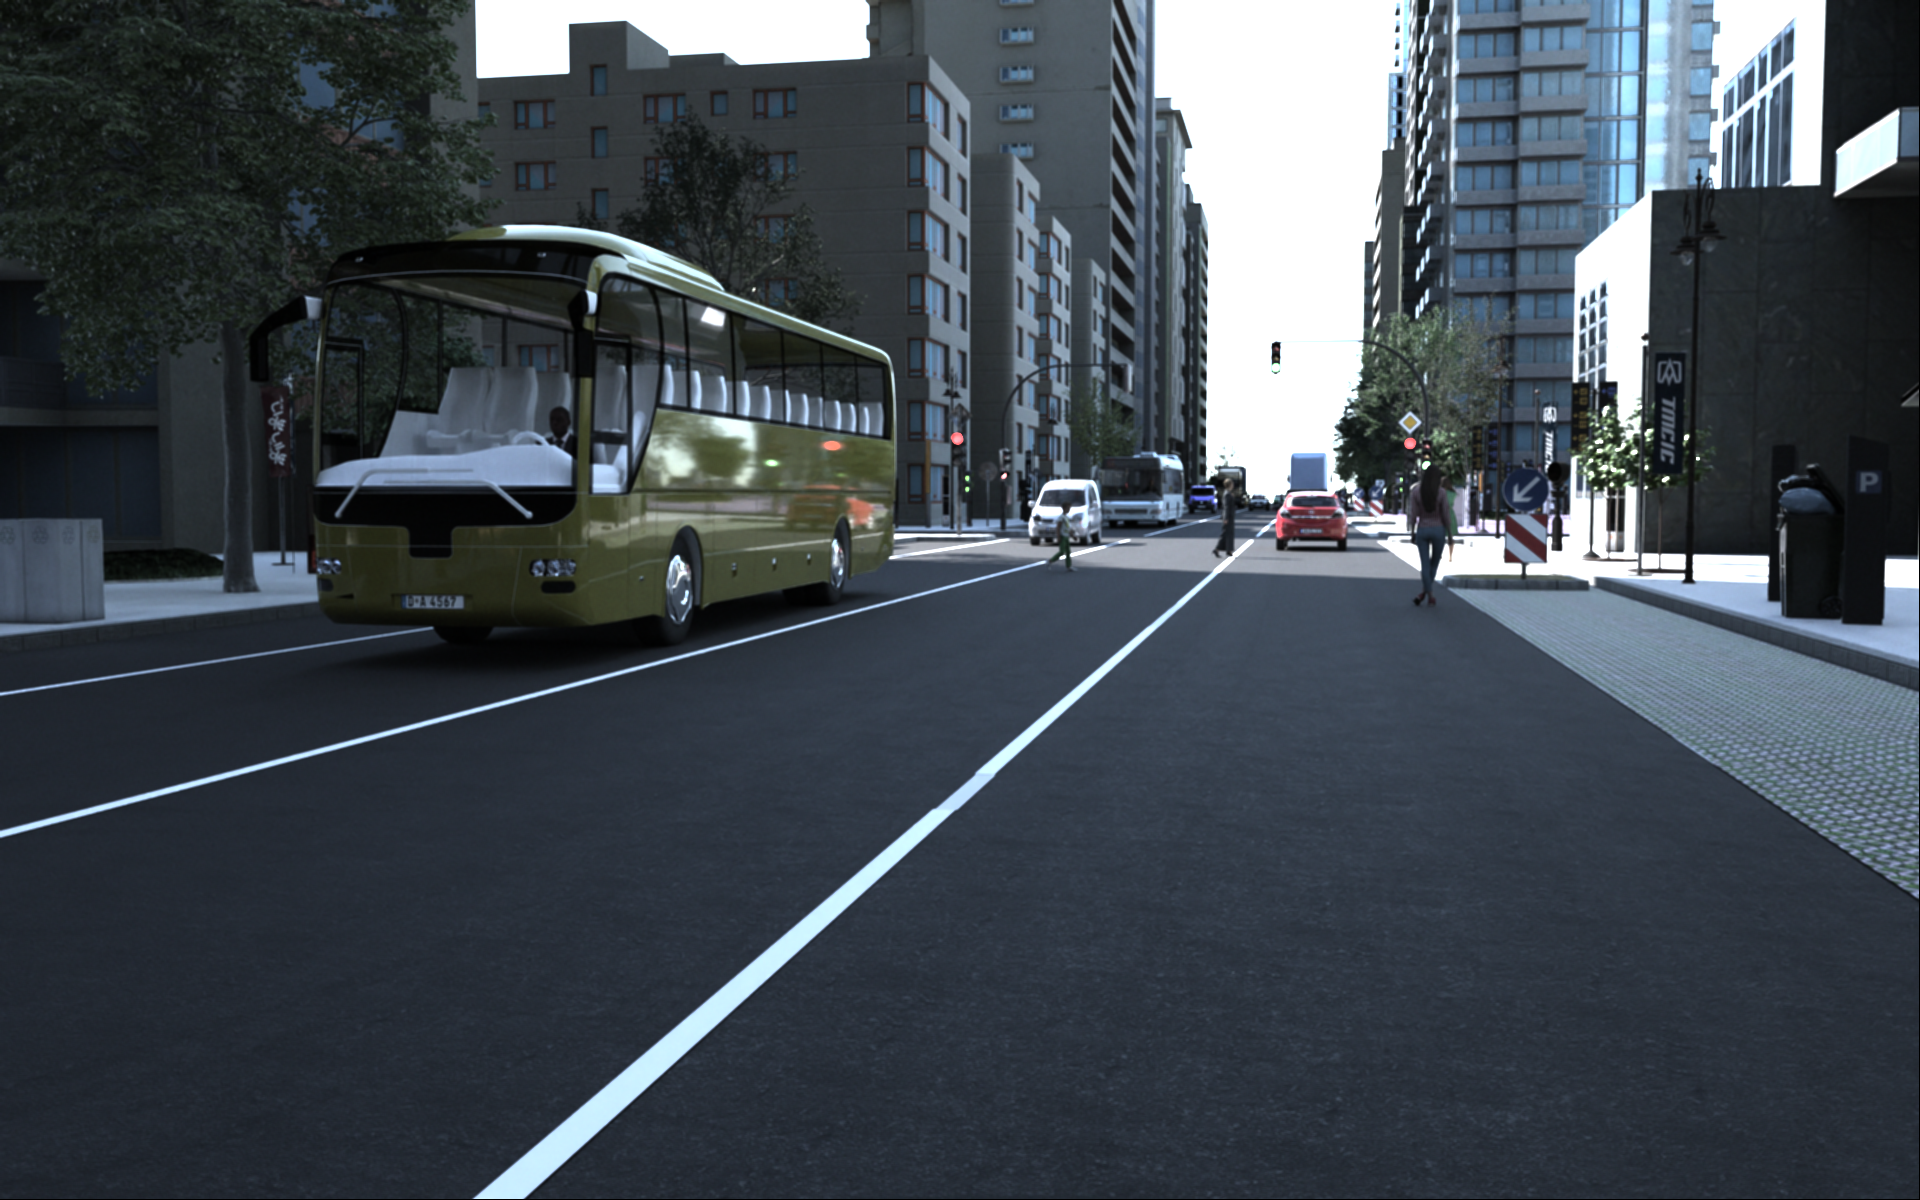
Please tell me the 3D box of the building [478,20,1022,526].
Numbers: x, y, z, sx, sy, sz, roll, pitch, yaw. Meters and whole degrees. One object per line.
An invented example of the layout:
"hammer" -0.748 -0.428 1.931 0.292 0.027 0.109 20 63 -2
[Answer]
"building" -11.960 -14.694 85.286 27.650 21.520 28.899 1 4 11

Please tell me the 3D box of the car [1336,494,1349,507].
"car" 38.357 -10.122 175.288 2.009 1.686 4.222 1 4 11

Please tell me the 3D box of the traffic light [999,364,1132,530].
"traffic light" 3.625 -5.268 60.808 4.771 5.953 1.251 1 4 11

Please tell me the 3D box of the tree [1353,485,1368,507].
"tree" 40.873 -11.054 175.327 1.663 3.219 1.824 0 3 0

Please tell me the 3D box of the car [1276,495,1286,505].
"car" 44.225 -13.990 237.775 2.155 1.783 4.494 1 4 10

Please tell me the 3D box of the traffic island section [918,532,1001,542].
"traffic island section" -0.043 -1.909 53.492 2.009 0.180 2.903 1 4 11

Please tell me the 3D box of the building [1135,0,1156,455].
"building" 7.759 -38.596 173.043 21.231 58.520 28.212 1 4 11

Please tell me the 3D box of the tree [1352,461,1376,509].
"tree" 36.220 -10.283 151.843 4.285 4.588 4.351 0 3 0

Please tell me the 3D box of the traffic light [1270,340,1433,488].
"traffic light" 11.523 -4.665 50.933 4.771 5.953 1.251 1 4 11

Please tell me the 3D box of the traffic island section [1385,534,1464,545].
"traffic island section" 13.629 -1.743 50.772 2.009 0.180 2.903 1 4 11

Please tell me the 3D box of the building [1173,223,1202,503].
"building" 27.999 -34.981 255.537 14.154 41.232 14.086 1 4 11

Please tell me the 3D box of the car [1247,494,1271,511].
"car" 25.744 -8.506 148.867 2.009 1.686 4.222 1 4 12

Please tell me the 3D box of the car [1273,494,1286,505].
"car" 42.124 -13.407 227.999 1.959 1.807 4.718 1 4 11

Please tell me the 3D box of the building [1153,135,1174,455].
"building" 15.883 -31.206 193.818 14.154 41.232 14.086 1 4 11

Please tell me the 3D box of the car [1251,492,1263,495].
"car" 49.281 -17.005 286.705 2.281 1.827 5.304 1 4 10

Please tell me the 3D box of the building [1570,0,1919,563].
"building" 24.612 -43.716 27.426 22.319 86.520 31.000 1 4 11

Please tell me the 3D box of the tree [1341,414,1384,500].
"tree" 34.789 -11.955 145.823 4.737 8.622 4.395 0 3 0

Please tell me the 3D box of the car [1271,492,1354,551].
"car" 9.254 -2.230 45.504 2.155 1.783 4.494 1 4 12

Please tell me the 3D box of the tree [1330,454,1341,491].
"tree" 54.371 -18.015 244.907 4.737 8.622 4.395 0 3 0

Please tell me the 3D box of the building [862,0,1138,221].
"building" 3.481 -32.119 148.850 21.300 48.544 21.600 1 4 11

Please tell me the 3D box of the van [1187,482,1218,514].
"van" 17.890 -7.532 127.527 2.240 2.365 5.245 1 4 10

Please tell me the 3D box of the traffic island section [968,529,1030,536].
"traffic island section" 1.518 -2.388 61.324 2.009 0.180 2.903 1 4 11

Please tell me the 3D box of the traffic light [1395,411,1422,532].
"traffic light" 15.153 -4.255 58.497 0.839 4.253 0.868 1 4 11

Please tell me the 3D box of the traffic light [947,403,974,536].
"traffic light" -0.006 -3.941 53.350 0.839 4.253 0.868 1 4 11

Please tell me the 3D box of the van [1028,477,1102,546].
"van" 3.048 -2.604 49.591 2.013 2.044 4.112 1 4 12

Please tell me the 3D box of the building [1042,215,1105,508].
"building" -5.002 -17.093 124.518 27.650 21.520 28.899 1 4 11

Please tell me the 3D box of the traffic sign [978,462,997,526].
"traffic sign" 1.093 -4.181 68.465 0.768 2.556 0.104 1 4 13

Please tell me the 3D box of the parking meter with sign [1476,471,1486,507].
"parking meter with sign" 36.576 -7.688 121.959 0.543 3.016 1.738 2 4 26

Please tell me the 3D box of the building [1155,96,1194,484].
"building" 16.500 -39.576 236.311 28.713 52.752 27.495 1 4 11

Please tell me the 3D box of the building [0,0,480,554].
"building" -26.530 -23.770 43.267 28.867 44.769 22.147 1 4 11

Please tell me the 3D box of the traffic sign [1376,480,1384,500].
"traffic sign" 30.464 -7.557 125.681 0.606 2.300 0.079 1 4 18

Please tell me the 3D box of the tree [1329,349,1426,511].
"tree" 32.629 -13.153 133.174 7.486 12.596 7.792 0 3 0

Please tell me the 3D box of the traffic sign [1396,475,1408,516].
"traffic sign" 26.387 -6.309 103.253 0.768 2.556 0.104 1 4 21

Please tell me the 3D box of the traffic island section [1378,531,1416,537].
"traffic island section" 15.191 -2.222 58.603 2.009 0.180 2.903 1 4 11

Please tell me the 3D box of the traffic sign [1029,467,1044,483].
"traffic sign" 3.732 -5.220 85.076 0.795 2.593 0.064 1 4 16

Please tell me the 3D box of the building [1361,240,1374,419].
"building" 71.742 -36.398 278.705 14.154 41.232 14.086 1 4 11

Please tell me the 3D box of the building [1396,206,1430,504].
"building" 51.175 -24.619 174.226 14.160 30.474 14.107 1 4 11

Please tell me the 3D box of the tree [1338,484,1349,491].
"tree" 63.228 -17.749 284.802 1.663 3.219 1.824 0 3 0

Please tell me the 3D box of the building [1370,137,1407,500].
"building" 66.097 -37.062 229.673 21.300 48.544 21.600 1 4 11

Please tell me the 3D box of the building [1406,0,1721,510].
"building" 51.789 -32.493 150.861 23.786 49.044 30.456 1 4 11

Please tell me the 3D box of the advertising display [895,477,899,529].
"advertising display" -2.354 -3.624 64.473 0.123 1.923 0.974 0 4 -1

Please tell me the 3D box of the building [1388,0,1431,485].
"building" 57.554 -45.941 189.383 20.563 71.187 20.611 1 4 11

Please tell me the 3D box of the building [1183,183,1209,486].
"building" 27.849 -39.743 273.502 21.300 48.544 21.600 1 4 11

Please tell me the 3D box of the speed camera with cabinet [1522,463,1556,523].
"speed camera with cabinet" 25.497 -4.993 75.979 2.038 3.252 0.660 -3 4 -38

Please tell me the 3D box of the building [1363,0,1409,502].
"building" 71.360 -57.588 254.234 22.319 86.520 31.000 1 4 11

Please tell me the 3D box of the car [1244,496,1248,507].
"car" 32.049 -11.492 198.122 2.015 1.641 3.980 1 4 13
